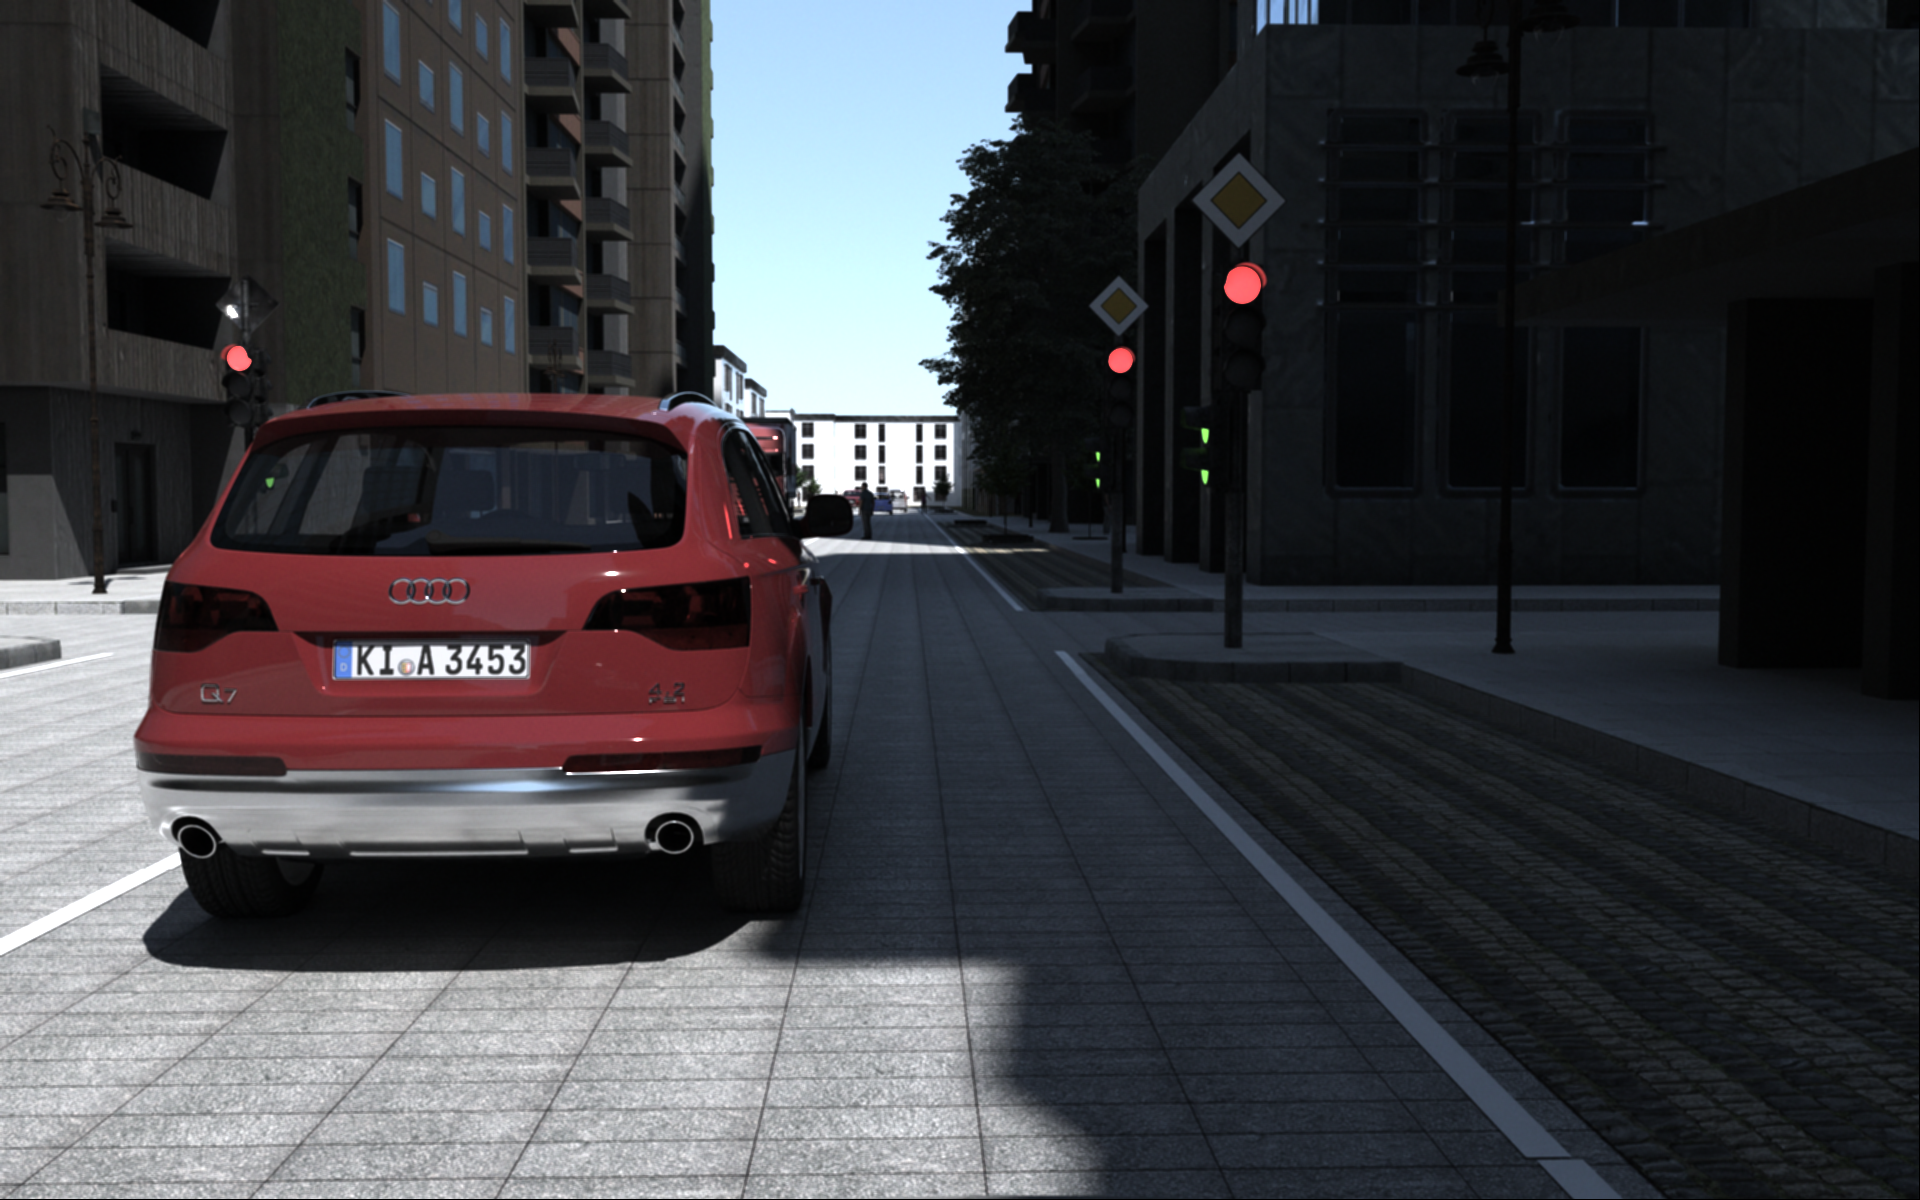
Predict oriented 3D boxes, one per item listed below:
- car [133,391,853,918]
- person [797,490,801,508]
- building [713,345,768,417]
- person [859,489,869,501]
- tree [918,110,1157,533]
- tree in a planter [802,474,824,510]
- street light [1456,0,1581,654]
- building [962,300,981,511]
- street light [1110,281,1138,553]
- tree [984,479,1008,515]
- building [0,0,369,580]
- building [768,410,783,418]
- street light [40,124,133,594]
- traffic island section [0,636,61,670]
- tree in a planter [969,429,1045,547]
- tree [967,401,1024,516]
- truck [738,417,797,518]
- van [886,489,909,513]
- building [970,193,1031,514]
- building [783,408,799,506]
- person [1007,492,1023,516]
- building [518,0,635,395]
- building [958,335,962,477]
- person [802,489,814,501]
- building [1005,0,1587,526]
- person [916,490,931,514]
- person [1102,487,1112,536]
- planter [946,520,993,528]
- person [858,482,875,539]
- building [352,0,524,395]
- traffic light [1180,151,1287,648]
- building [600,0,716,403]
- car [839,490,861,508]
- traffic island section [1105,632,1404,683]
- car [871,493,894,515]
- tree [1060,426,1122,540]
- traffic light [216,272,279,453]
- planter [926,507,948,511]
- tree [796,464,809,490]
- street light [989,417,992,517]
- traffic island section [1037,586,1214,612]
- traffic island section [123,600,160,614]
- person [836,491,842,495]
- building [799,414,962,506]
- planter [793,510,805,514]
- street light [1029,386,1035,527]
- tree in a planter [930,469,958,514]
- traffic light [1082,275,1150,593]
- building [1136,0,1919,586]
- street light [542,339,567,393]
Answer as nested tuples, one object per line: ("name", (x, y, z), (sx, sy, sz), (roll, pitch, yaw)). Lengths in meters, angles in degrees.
("car", (-1.610, 0.076, 7.429), (2.281, 1.827, 5.304), (0, 4, -3))
("person", (-15.203, -9.502, 162.877), (0.415, 1.643, 0.593), (-1, 4, -16))
("building", (-18.251, -10.356, 111.464), (9.099, 9.664, 28.070), (0, 4, -2))
("person", (-6.155, -6.406, 113.761), (1.217, 1.766, 0.721), (3, 4, 38))
("tree", (3.275, -9.220, 57.408), (9.857, 13.997, 8.962), (0, 3, 0))
("tree in a planter", (-12.826, -9.423, 151.296), (1.991, 3.239, 1.994), (0, 4, -2))
("street light", (4.394, -2.510, 13.830), (0.468, 5.910, 1.993), (0, 4, -2))
("building", (9.035, -17.144, 146.759), (16.747, 18.905, 31.486), (0, 4, -2))
("street light", (3.569, -3.971, 37.708), (0.468, 5.910, 1.993), (0, 4, -2))
("tree", (2.535, -6.879, 107.071), (1.663, 3.219, 1.824), (0, 3, 0))
("building", (-18.891, -15.654, 27.641), (14.160, 30.474, 14.107), (0, 4, -2))
("building", (-20.072, -12.067, 139.438), (9.099, 9.664, 28.070), (0, 4, -2))
("street light", (-11.110, -3.021, 22.188), (0.468, 5.910, 1.993), (0, 4, -2))
("traffic island section", (-8.806, 0.497, 14.162), (2.009, 0.180, 2.903), (0, 4, -2))
("tree in a planter", (1.261, -3.072, 47.457), (1.991, 3.239, 1.994), (0, 4, -2))
("tree", (2.221, -9.299, 102.398), (4.737, 8.622, 4.395), (0, 3, 0))
("truck", (-7.624, -4.692, 65.631), (2.839, 4.237, 11.283), (0, 4, -3))
("van", (-4.966, -7.868, 135.650), (2.013, 2.044, 4.112), (0, 4, -2))
("building", (9.032, -15.751, 113.954), (16.016, 20.091, 11.380), (0, 4, -2))
("building", (-30.383, -13.873, 168.965), (28.070, 9.664, 9.099), (0, 4, -2))
("person", (3.448, -5.953, 103.338), (1.348, 1.831, 0.705), (0, 4, 0))
("building", (-24.303, -24.991, 63.232), (22.147, 44.769, 28.867), (0, 4, -2))
("building", (7.918, -19.086, 168.468), (16.016, 20.091, 11.380), (0, 4, -2))
("person", (-11.567, -7.635, 133.356), (1.348, 1.821, 0.705), (-3, 4, -39))
("building", (13.533, -26.198, 82.966), (22.147, 44.769, 28.867), (0, 4, -2))
("person", (-2.652, -7.144, 125.984), (1.217, 1.739, 0.721), (1, 4, 23))
("person", (4.585, -2.881, 53.282), (0.434, 1.807, 0.598), (1, 4, 11))
("planter", (0.410, -3.262, 74.477), (1.991, 0.319, 1.994), (0, 4, -2))
("person", (-2.982, -2.830, 54.893), (0.598, 1.807, 0.434), (-2, 4, -34))
("building", (-19.261, -23.944, 41.597), (14.600, 45.320, 14.200), (0, 4, -2))
("traffic light", (2.270, -1.558, 14.393), (0.839, 4.253, 0.868), (0, 4, -2))
("building", (-19.891, -24.546, 84.926), (14.154, 41.232, 14.086), (0, 4, -2))
("car", (-9.511, -8.843, 153.262), (2.281, 1.827, 5.304), (0, 4, 0))
("traffic island section", (2.310, 0.475, 14.508), (2.009, 0.180, 2.903), (0, 4, -2))
("car", (-5.524, -6.782, 120.482), (1.945, 1.707, 3.694), (0, 4, -3))
("tree", (3.656, -3.344, 49.268), (1.663, 3.219, 1.824), (0, 3, 0))
("traffic light", (-9.018, -2.024, 22.010), (0.839, 4.253, 0.868), (0, 4, -2))
("planter", (-2.048, -7.994, 151.841), (1.991, 0.319, 1.994), (0, 4, -2))
("tree", (-15.645, -10.733, 159.197), (4.285, 4.588, 4.351), (0, 3, 0))
("street light", (1.722, -7.577, 96.670), (0.468, 5.910, 1.993), (0, 4, -2))
("traffic island section", (2.058, -0.013, 22.489), (2.009, 0.180, 2.903), (0, 4, -2))
("traffic island section", (-9.058, 0.008, 22.143), (2.009, 0.180, 2.903), (0, 4, -2))
("person", (-10.077, -8.244, 144.093), (0.742, 1.727, 0.445), (2, 4, 24))
("building", (-13.318, -14.878, 185.407), (28.070, 9.664, 9.099), (0, 4, -2))
("planter", (-11.983, -6.314, 124.368), (1.991, 0.319, 1.994), (0, 4, -2))
("street light", (2.741, -5.756, 66.906), (0.468, 5.910, 1.993), (0, 4, -2))
("tree in a planter", (-1.171, -7.770, 124.256), (1.991, 3.239, 1.994), (0, 4, -2))
("traffic light", (2.017, -2.046, 22.374), (0.839, 4.253, 0.868), (0, 4, -2))
("building", (19.325, -44.065, 33.137), (31.000, 86.520, 22.319), (0, 4, -2))
("street light", (-12.043, -4.824, 51.653), (0.468, 5.910, 1.993), (0, 4, -2))
